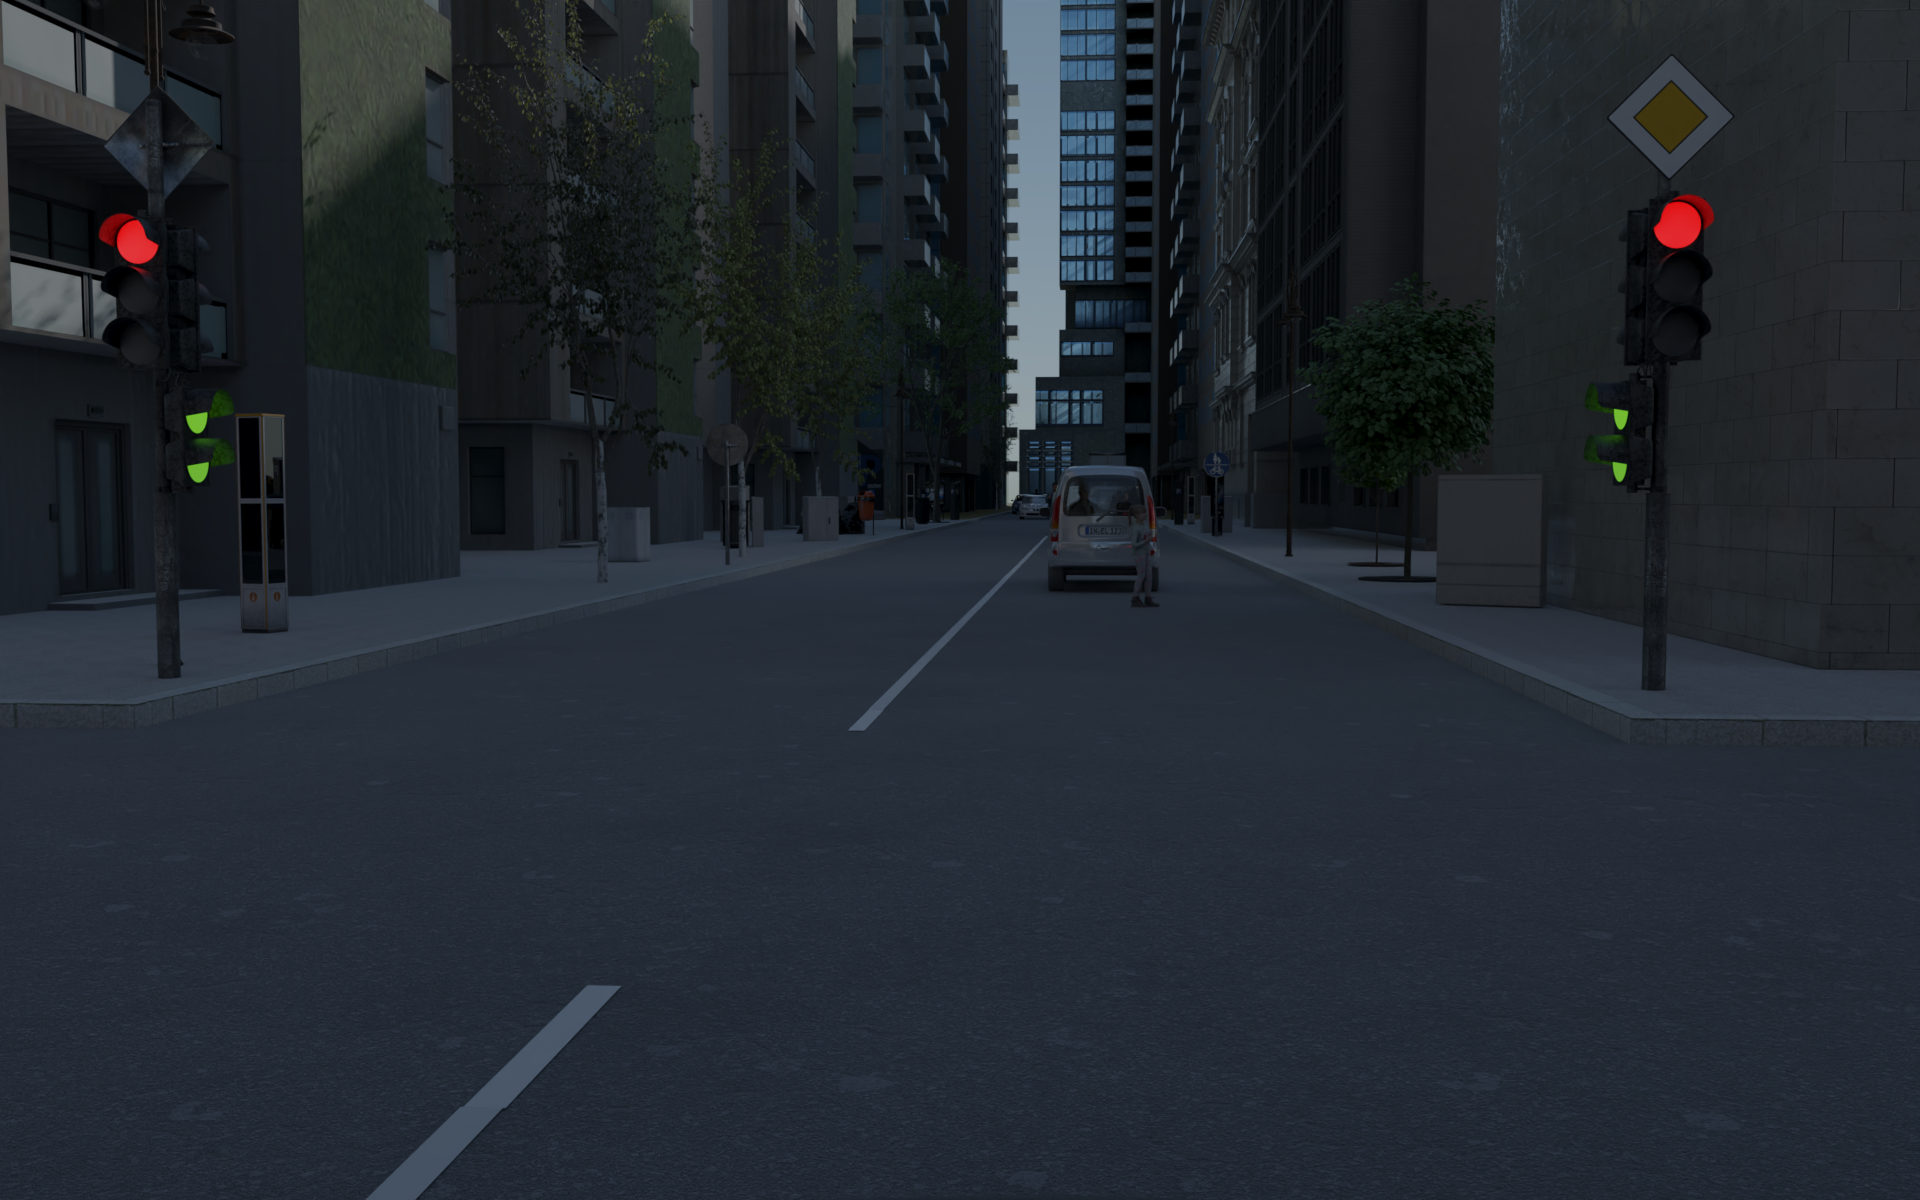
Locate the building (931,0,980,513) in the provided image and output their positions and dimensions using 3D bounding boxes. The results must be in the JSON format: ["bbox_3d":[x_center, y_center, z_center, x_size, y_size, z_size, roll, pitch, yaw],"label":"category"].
[{"bbox_3d":[-5.863,-29.045,124.998,14.600,45.320,14.200,0,4,4],"label":"building"}]

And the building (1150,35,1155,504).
[{"bbox_3d":[23.935,-28.713,153.048,14.154,41.232,14.086,0,4,4],"label":"building"}]

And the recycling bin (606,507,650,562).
[{"bbox_3d":[-6.323,-1.240,32.836,0.722,1.027,0.722,1,4,9],"label":"recycling bin"}]

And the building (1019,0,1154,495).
[{"bbox_3d":[22.147,-53.033,179.765,31.000,86.520,22.319,0,4,4],"label":"building"}]

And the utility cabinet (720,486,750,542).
[{"bbox_3d":[-6.004,-2.289,46.096,0.318,1.500,1.173,-2,4,-34],"label":"utility cabinet"}]

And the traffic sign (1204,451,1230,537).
[{"bbox_3d":[7.664,-3.156,51.700,0.768,2.556,0.104,1,4,11],"label":"traffic sign"}]

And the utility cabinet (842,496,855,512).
[{"bbox_3d":[-3.900,-3.003,60.255,0.306,1.237,1.020,-1,4,-19],"label":"utility cabinet"}]

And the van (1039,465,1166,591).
[{"bbox_3d":[2.216,-1.216,26.900,2.013,2.044,4.112,0,4,4],"label":"van"}]

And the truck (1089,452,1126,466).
[{"bbox_3d":[10.344,-8.082,121.059,2.839,4.237,11.283,0,4,5],"label":"truck"}]

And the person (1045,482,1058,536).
[{"bbox_3d":[3.183,-2.980,57.213,0.794,1.824,0.713,2,4,32],"label":"person"}]

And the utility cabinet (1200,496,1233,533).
[{"bbox_3d":[8.470,-2.814,57.166,1.020,1.237,0.306,-1,4,-11],"label":"utility cabinet"}]

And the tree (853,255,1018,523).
[{"bbox_3d":[-1.168,-9.247,76.938,9.928,11.665,9.643,0,3,0],"label":"tree"}]

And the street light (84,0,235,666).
[{"bbox_3d":[-5.904,-2.446,12.772,0.468,5.910,1.993,0,4,4],"label":"street light"}]

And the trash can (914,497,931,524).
[{"bbox_3d":[-1.594,-3.794,73.682,0.748,1.137,0.748,0,3,0],"label":"trash can"}]

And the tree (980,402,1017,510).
[{"bbox_3d":[2.722,-11.366,136.200,4.360,8.622,3.978,0,3,0],"label":"tree"}]

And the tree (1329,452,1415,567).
[{"bbox_3d":[7.562,-2.218,30.870,1.663,3.219,1.824,0,3,0],"label":"tree"}]

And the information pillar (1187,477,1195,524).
[{"bbox_3d":[9.783,-4.208,73.296,0.304,2.012,0.304,0,4,4],"label":"information pillar"}]

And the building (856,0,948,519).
[{"bbox_3d":[-12.403,-29.530,102.425,23.786,49.044,30.456,0,4,4],"label":"building"}]

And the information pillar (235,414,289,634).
[{"bbox_3d":[-6.451,-0.705,16.019,0.304,2.012,0.304,1,4,19],"label":"information pillar"}]

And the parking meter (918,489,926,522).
[{"bbox_3d":[-1.750,-4.368,79.833,0.372,1.533,0.369,0,3,0],"label":"parking meter"}]

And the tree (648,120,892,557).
[{"bbox_3d":[-4.188,-5.168,34.861,4.737,8.622,4.395,0,3,0],"label":"tree"}]

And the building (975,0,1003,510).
[{"bbox_3d":[-6.982,-43.589,150.926,20.611,71.187,20.563,0,4,4],"label":"building"}]

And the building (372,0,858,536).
[{"bbox_3d":[-11.686,-23.221,63.261,14.154,41.232,14.086,0,4,4],"label":"building"}]

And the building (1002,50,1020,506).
[{"bbox_3d":[-8.904,-34.478,183.325,30.456,49.044,23.786,0,4,4],"label":"building"}]

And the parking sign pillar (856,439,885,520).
[{"bbox_3d":[-4.445,-5.943,85.642,1.447,3.967,1.447,-2,4,-24],"label":"parking sign pillar"}]

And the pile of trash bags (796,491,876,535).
[{"bbox_3d":[-3.708,-2.761,54.901,1.912,1.369,3.447,-3,4,-36],"label":"pile of trash bags"}]

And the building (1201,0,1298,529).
[{"bbox_3d":[17.865,-17.516,73.780,14.401,28.519,23.554,0,4,4],"label":"building"}]

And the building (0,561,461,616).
[{"bbox_3d":[-15.255,-20.533,19.316,14.154,41.232,14.086,0,4,4],"label":"building"}]

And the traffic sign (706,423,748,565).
[{"bbox_3d":[-4.195,-1.901,31.191,0.768,2.556,0.104,0,4,6],"label":"traffic sign"}]

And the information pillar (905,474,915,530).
[{"bbox_3d":[-1.800,-3.522,62.075,0.304,2.012,0.304,-1,4,-10],"label":"information pillar"}]

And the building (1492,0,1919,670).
[{"bbox_3d":[15.041,-9.897,16.574,16.860,20.320,10.420,0,4,4],"label":"building"}]

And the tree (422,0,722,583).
[{"bbox_3d":[-5.243,-4.544,24.657,4.360,8.622,3.978,0,3,0],"label":"tree"}]

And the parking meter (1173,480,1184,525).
[{"bbox_3d":[9.120,-4.070,72.253,0.399,1.863,0.255,1,4,18],"label":"parking meter"}]

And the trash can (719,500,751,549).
[{"bbox_3d":[-5.301,-1.789,40.907,0.748,1.137,0.748,0,3,0],"label":"trash can"}]

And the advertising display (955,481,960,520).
[{"bbox_3d":[-0.121,-4.942,86.022,0.123,1.923,0.974,-1,4,-10],"label":"advertising display"}]

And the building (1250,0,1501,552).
[{"bbox_3d":[16.594,-15.643,49.272,14.314,27.812,24.014,0,4,4],"label":"building"}]

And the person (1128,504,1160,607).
[{"bbox_3d":[2.334,-0.560,21.930,0.394,1.301,0.425,1,4,18],"label":"person"}]

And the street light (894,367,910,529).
[{"bbox_3d":[-2.131,-5.539,63.358,0.468,5.910,1.993,0,4,4],"label":"street light"}]

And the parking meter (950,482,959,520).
[{"bbox_3d":[-0.269,-4.864,85.245,0.255,1.863,0.399,-3,5,-42],"label":"parking meter"}]

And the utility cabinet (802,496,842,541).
[{"bbox_3d":[-3.794,-2.207,47.248,1.020,1.237,0.306,-3,5,-39],"label":"utility cabinet"}]

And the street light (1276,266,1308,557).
[{"bbox_3d":[6.746,-3.826,35.337,0.468,5.910,1.993,0,4,4],"label":"street light"}]

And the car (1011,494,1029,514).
[{"bbox_3d":[4.664,-6.865,124.245,2.014,1.417,4.499,0,4,4],"label":"car"}]

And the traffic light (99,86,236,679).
[{"bbox_3d":[-5.504,-1.410,11.974,0.839,4.253,0.868,0,4,4],"label":"traffic light"}]

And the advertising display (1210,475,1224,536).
[{"bbox_3d":[7.900,-2.933,53.167,0.123,1.923,0.974,2,4,27],"label":"advertising display"}]

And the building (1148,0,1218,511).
[{"bbox_3d":[22.628,-29.893,138.865,14.600,45.320,14.200,0,4,4],"label":"building"}]

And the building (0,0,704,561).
[{"bbox_3d":[-14.751,-21.883,41.383,14.154,41.232,14.086,0,4,4],"label":"building"}]

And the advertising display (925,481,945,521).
[{"bbox_3d":[-1.207,-4.810,83.858,0.974,1.923,0.123,1,4,21],"label":"advertising display"}]

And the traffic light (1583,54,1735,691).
[{"bbox_3d":[4.531,-1.366,11.247,0.839,4.253,0.868,0,4,4],"label":"traffic light"}]

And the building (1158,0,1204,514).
[{"bbox_3d":[25.729,-30.371,116.174,23.786,49.044,30.456,0,4,4],"label":"building"}]

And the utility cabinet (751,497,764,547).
[{"bbox_3d":[-4.931,-1.901,42.239,0.306,1.237,1.020,0,4,-7],"label":"utility cabinet"}]

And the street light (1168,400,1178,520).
[{"bbox_3d":[10.489,-6.888,85.407,0.468,5.910,1.993,0,4,4],"label":"street light"}]

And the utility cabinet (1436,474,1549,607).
[{"bbox_3d":[6.073,-0.678,19.772,1.173,1.500,0.318,2,4,32],"label":"utility cabinet"}]

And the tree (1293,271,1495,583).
[{"bbox_3d":[6.588,-2.565,25.652,4.285,4.588,4.351,0,3,0],"label":"tree"}]

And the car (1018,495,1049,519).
[{"bbox_3d":[4.354,-5.336,99.608,2.083,1.381,4.827,0,4,3],"label":"car"}]

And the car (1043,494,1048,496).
[{"bbox_3d":[7.099,-7.771,136.849,2.009,1.686,4.222,0,4,6],"label":"car"}]

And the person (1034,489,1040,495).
[{"bbox_3d":[6.643,-8.725,150.785,1.348,1.869,0.705,3,4,38],"label":"person"}]
